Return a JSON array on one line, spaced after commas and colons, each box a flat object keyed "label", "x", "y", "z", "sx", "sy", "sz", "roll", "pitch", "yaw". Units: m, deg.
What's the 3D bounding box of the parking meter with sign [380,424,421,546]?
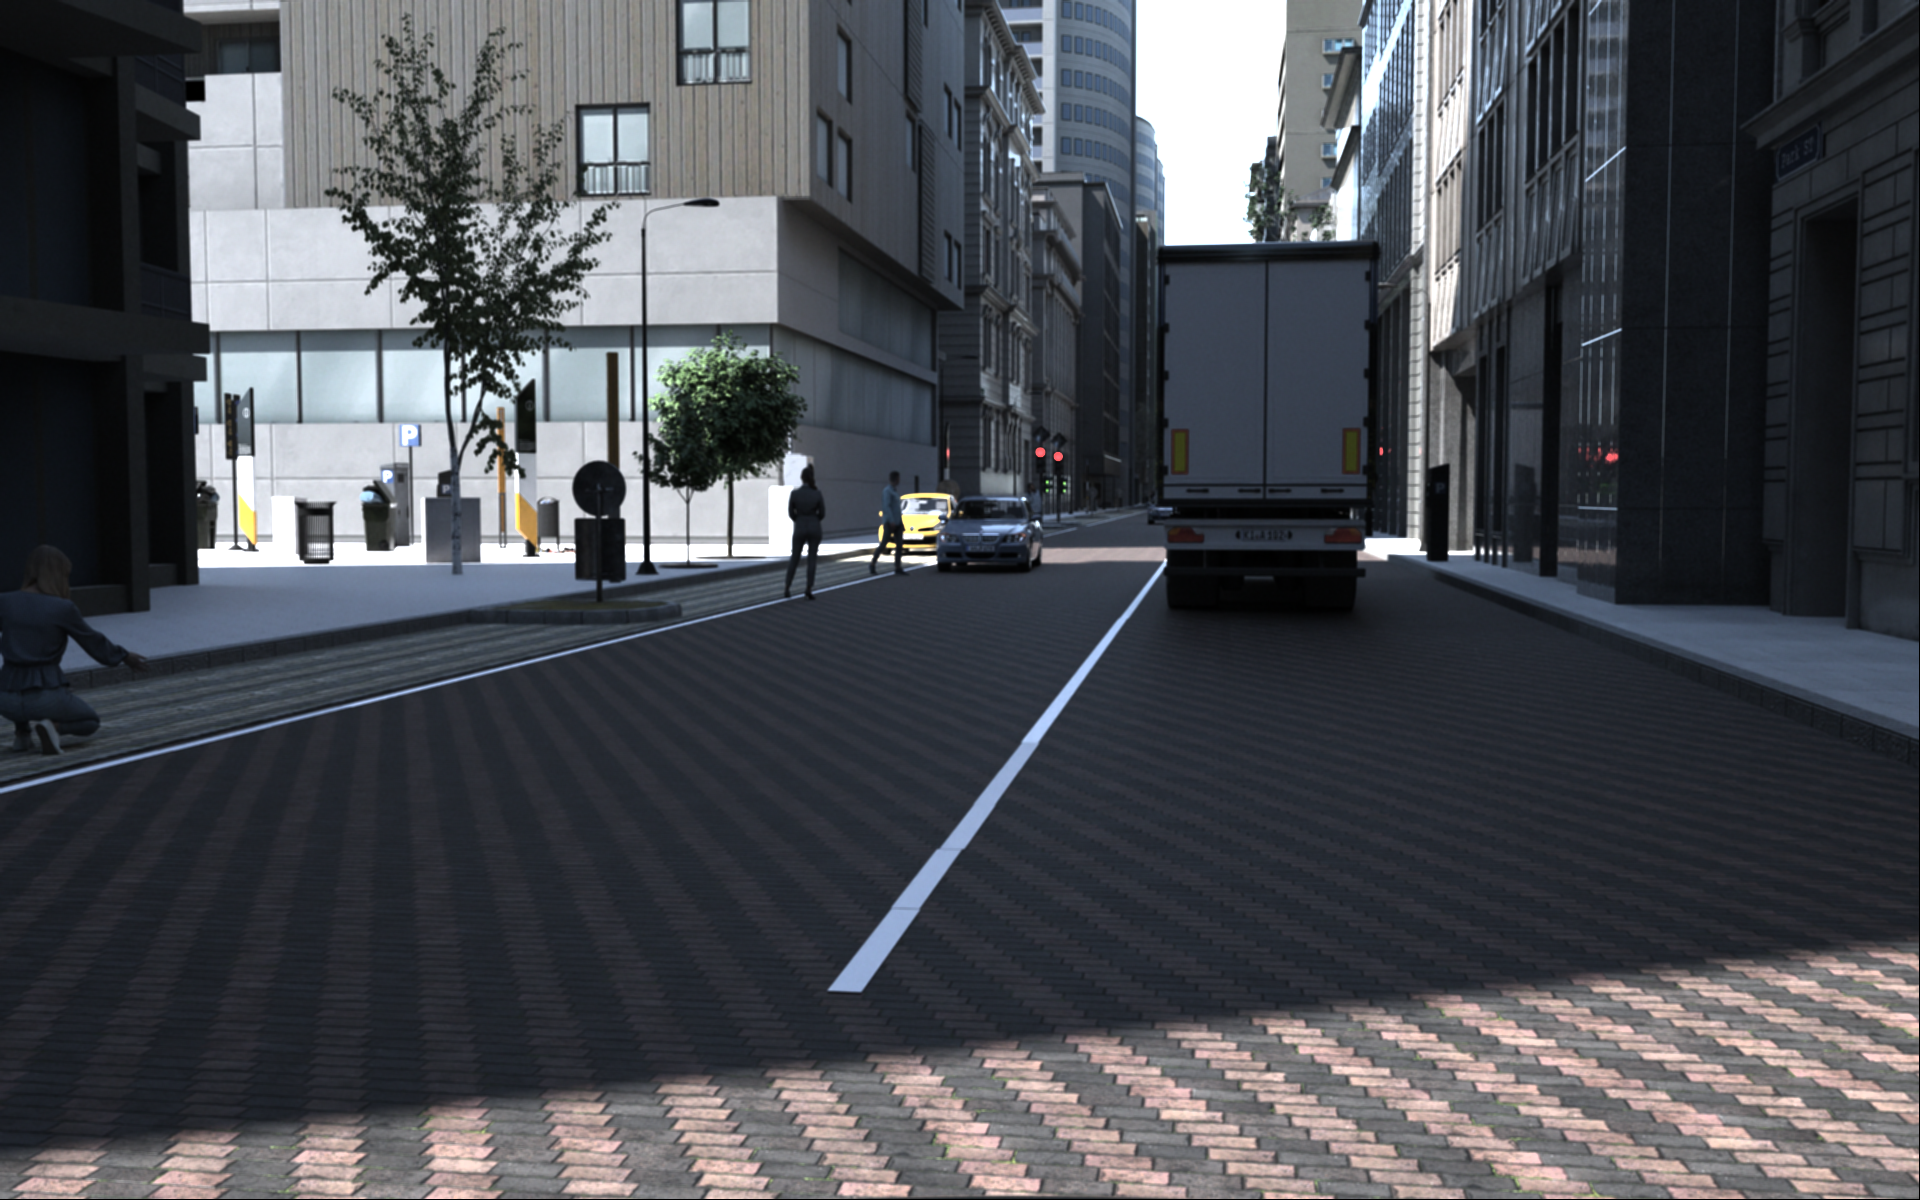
[{"label": "parking meter with sign", "x": -13.944, "y": -2.837, "z": 42.646, "sx": 0.543, "sy": 3.016, "sz": 1.738, "roll": 1, "pitch": 4, "yaw": 12}]

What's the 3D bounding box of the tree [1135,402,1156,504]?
[{"label": "tree", "x": 23.557, "y": -19.439, "z": 228.197, "sx": 12.009, "sy": 13.543, "sz": 11.850, "roll": 0, "pitch": 3, "yaw": 0}]

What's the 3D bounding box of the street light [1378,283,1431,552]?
[{"label": "street light", "x": 9.766, "y": -4.018, "z": 38.240, "sx": 1.470, "sy": 5.913, "sz": 1.316, "roll": 1, "pitch": 4, "yaw": 8}]

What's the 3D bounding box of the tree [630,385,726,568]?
[{"label": "tree", "x": -4.699, "y": -2.190, "z": 30.415, "sx": 1.663, "sy": 3.219, "sz": 1.824, "roll": 0, "pitch": 3, "yaw": 0}]

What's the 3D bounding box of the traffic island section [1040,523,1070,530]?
[{"label": "traffic island section", "x": 3.294, "y": -2.976, "z": 70.945, "sx": 2.009, "sy": 0.180, "sz": 2.903, "roll": 1, "pitch": 4, "yaw": 8}]

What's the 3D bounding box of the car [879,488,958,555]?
[{"label": "car", "x": -0.838, "y": -1.917, "z": 41.573, "sx": 2.015, "sy": 1.641, "sz": 3.980, "roll": 0, "pitch": 4, "yaw": 8}]

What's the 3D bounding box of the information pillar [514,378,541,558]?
[{"label": "information pillar", "x": -8.760, "y": -2.669, "z": 34.998, "sx": 0.183, "sy": 3.616, "sz": 0.504, "roll": 3, "pitch": 4, "yaw": 36}]

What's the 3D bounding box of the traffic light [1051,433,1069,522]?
[{"label": "traffic light", "x": 4.504, "y": -5.491, "z": 78.703, "sx": 0.839, "sy": 4.253, "sz": 0.868, "roll": 1, "pitch": 4, "yaw": 8}]

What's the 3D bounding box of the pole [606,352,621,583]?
[{"label": "pole", "x": -5.013, "y": -1.908, "z": 25.047, "sx": 0.158, "sy": 3.312, "sz": 0.155, "roll": 0, "pitch": 3, "yaw": 0}]

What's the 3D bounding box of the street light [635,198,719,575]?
[{"label": "street light", "x": -4.470, "y": -3.357, "z": 27.431, "sx": 1.470, "sy": 5.913, "sz": 1.316, "roll": 1, "pitch": 4, "yaw": 8}]

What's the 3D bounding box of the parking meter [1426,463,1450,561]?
[{"label": "parking meter", "x": 9.117, "y": -1.674, "z": 33.084, "sx": 0.399, "sy": 1.863, "sz": 0.255, "roll": 0, "pitch": 4, "yaw": 0}]

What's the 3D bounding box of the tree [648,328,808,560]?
[{"label": "tree", "x": -4.647, "y": -3.097, "z": 34.352, "sx": 4.285, "sy": 4.588, "sz": 4.351, "roll": 0, "pitch": 3, "yaw": 0}]

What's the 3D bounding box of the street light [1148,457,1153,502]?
[{"label": "street light", "x": 23.394, "y": -14.923, "z": 216.537, "sx": 1.470, "sy": 5.913, "sz": 1.316, "roll": 1, "pitch": 4, "yaw": 8}]

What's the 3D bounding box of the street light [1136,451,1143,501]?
[{"label": "street light", "x": 18.793, "y": -13.047, "z": 185.859, "sx": 1.470, "sy": 5.913, "sz": 1.316, "roll": 1, "pitch": 4, "yaw": 8}]

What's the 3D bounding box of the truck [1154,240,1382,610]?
[{"label": "truck", "x": 4.275, "y": -2.198, "z": 24.850, "sx": 2.839, "sy": 4.237, "sz": 11.283, "roll": 1, "pitch": 4, "yaw": 9}]

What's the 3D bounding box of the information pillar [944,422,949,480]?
[{"label": "information pillar", "x": -0.426, "y": -3.957, "z": 56.052, "sx": 0.183, "sy": 3.616, "sz": 0.504, "roll": 0, "pitch": 4, "yaw": 7}]

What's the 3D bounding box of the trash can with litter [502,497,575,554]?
[{"label": "trash can with litter", "x": -8.666, "y": -1.620, "z": 37.550, "sx": 2.233, "sy": 1.210, "sz": 1.678, "roll": 1, "pitch": 4, "yaw": 23}]

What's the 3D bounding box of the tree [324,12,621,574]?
[{"label": "tree", "x": -7.806, "y": -4.714, "z": 27.438, "sx": 4.737, "sy": 8.622, "sz": 4.395, "roll": 0, "pitch": 3, "yaw": 0}]

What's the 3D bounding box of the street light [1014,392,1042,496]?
[{"label": "street light", "x": 3.035, "y": -6.500, "z": 78.811, "sx": 1.470, "sy": 5.913, "sz": 1.316, "roll": 1, "pitch": 4, "yaw": 8}]

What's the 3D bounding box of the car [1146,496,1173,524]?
[{"label": "car", "x": 10.005, "y": -4.385, "z": 83.701, "sx": 2.014, "sy": 1.417, "sz": 4.499, "roll": 1, "pitch": 4, "yaw": 8}]

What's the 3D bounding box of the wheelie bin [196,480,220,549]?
[{"label": "wheelie bin", "x": -17.653, "y": -1.980, "z": 40.286, "sx": 0.693, "sy": 1.594, "sz": 0.980, "roll": 0, "pitch": 4, "yaw": 1}]

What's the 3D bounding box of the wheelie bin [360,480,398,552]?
[{"label": "wheelie bin", "x": -12.999, "y": -1.884, "z": 38.716, "sx": 0.693, "sy": 1.594, "sz": 0.980, "roll": 0, "pitch": 4, "yaw": -3}]

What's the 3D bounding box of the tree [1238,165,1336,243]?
[{"label": "tree", "x": 19.350, "y": -14.988, "z": 100.937, "sx": 12.611, "sy": 20.169, "sz": 13.585, "roll": 0, "pitch": 3, "yaw": 0}]

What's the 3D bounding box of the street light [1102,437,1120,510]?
[{"label": "street light", "x": 12.342, "y": -10.340, "z": 141.593, "sx": 1.470, "sy": 5.913, "sz": 1.316, "roll": 1, "pitch": 4, "yaw": 8}]

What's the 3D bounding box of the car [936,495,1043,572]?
[{"label": "car", "x": 0.625, "y": -1.317, "z": 33.530, "sx": 2.014, "sy": 1.417, "sz": 4.499, "roll": 0, "pitch": 4, "yaw": 7}]

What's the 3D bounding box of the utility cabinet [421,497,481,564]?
[{"label": "utility cabinet", "x": -9.479, "y": -1.291, "z": 32.277, "sx": 1.020, "sy": 1.237, "sz": 0.306, "roll": -2, "pitch": 4, "yaw": -30}]

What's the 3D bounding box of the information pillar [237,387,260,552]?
[{"label": "information pillar", "x": -15.743, "y": -2.868, "z": 38.252, "sx": 0.504, "sy": 3.616, "sz": 0.183, "roll": 2, "pitch": 4, "yaw": 31}]

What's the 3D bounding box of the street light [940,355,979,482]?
[{"label": "street light", "x": -0.076, "y": -5.235, "z": 58.139, "sx": 1.470, "sy": 5.913, "sz": 1.316, "roll": 1, "pitch": 4, "yaw": 8}]

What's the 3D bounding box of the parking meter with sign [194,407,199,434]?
[{"label": "parking meter with sign", "x": -15.733, "y": -2.302, "z": 33.895, "sx": 0.543, "sy": 3.016, "sz": 1.738, "roll": 1, "pitch": 4, "yaw": 19}]

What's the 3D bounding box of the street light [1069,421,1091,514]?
[{"label": "street light", "x": 7.615, "y": -8.421, "z": 110.222, "sx": 1.470, "sy": 5.913, "sz": 1.316, "roll": 1, "pitch": 4, "yaw": 8}]

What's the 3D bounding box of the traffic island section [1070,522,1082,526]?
[{"label": "traffic island section", "x": 4.466, "y": -3.460, "z": 78.844, "sx": 2.009, "sy": 0.180, "sz": 2.903, "roll": 1, "pitch": 4, "yaw": 8}]

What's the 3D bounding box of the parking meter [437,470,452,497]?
[{"label": "parking meter", "x": -11.989, "y": -2.122, "z": 40.409, "sx": 0.399, "sy": 1.863, "sz": 0.255, "roll": -1, "pitch": 4, "yaw": -14}]

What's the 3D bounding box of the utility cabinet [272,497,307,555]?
[{"label": "utility cabinet", "x": -14.228, "y": -1.568, "z": 36.806, "sx": 1.020, "sy": 1.237, "sz": 0.306, "roll": 3, "pitch": 5, "yaw": 43}]

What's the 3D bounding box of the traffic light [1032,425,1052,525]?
[{"label": "traffic light", "x": 3.332, "y": -5.008, "z": 70.804, "sx": 0.839, "sy": 4.253, "sz": 0.868, "roll": 1, "pitch": 4, "yaw": 8}]

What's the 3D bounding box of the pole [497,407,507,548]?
[{"label": "pole", "x": -10.824, "y": -2.878, "z": 40.898, "sx": 0.158, "sy": 3.312, "sz": 0.155, "roll": 0, "pitch": 3, "yaw": 0}]
